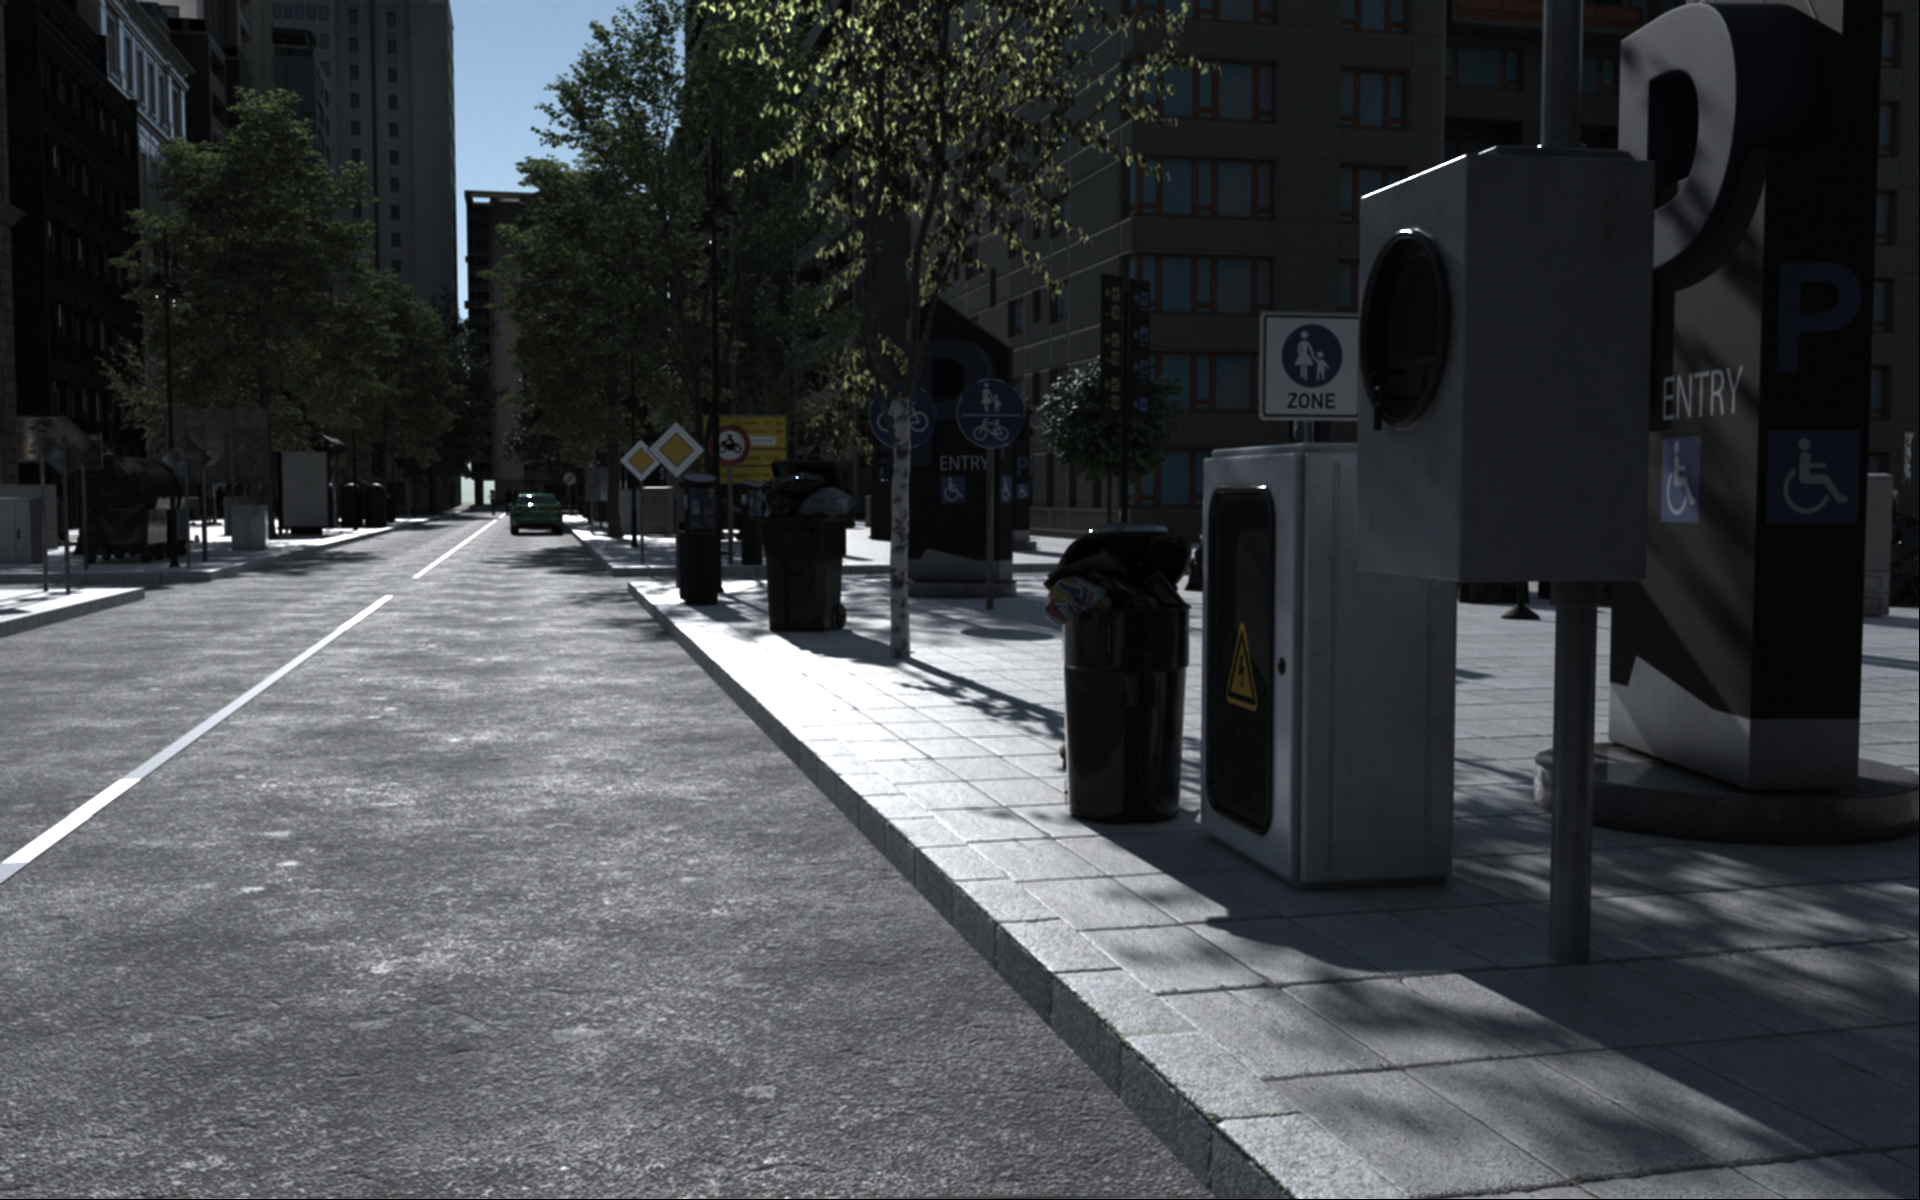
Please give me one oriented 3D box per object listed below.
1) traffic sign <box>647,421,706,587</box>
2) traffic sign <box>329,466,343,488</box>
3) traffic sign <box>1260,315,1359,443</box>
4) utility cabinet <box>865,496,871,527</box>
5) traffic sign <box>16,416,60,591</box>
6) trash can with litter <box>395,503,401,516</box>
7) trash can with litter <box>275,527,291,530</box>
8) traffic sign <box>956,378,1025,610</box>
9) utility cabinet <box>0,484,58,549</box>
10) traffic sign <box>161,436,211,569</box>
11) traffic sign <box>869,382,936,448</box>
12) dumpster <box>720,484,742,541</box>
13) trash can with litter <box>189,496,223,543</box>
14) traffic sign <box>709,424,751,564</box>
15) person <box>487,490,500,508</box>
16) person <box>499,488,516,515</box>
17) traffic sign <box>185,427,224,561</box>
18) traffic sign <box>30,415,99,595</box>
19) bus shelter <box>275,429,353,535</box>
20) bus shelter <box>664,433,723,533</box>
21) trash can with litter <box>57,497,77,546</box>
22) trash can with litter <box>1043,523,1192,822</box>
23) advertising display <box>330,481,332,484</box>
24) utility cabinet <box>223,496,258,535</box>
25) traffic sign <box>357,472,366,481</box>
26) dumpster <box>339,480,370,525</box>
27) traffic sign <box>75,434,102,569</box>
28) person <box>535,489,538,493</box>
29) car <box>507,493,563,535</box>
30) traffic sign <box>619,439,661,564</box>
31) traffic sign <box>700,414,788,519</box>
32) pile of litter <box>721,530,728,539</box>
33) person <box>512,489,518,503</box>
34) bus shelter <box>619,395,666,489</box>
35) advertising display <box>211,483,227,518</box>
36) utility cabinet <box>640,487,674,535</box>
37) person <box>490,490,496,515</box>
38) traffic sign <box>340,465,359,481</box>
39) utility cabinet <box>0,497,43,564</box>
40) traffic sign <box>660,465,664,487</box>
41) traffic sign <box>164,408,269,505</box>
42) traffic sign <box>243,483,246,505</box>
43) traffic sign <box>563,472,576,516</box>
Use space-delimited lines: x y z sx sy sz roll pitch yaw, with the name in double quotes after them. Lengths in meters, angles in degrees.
-3.898 -1.236 23.851 0.795 2.450 0.064 -1 4 -14 "traffic sign"
-28.647 -4.861 79.579 0.768 2.556 0.104 0 4 -6 "traffic sign"
1.972 -0.471 9.830 0.606 2.300 0.079 -1 4 -11 "traffic sign"
-3.165 -3.430 67.244 1.020 1.237 0.306 2 4 23 "utility cabinet"
-12.084 -1.266 22.835 0.606 2.300 0.079 -1 4 -10 "traffic sign"
-33.099 -5.437 99.945 2.233 1.210 1.678 1 4 15 "trash can with litter"
-24.393 -3.166 62.826 2.233 1.210 1.678 -3 5 -43 "trash can with litter"
0.334 -1.167 19.190 0.768 2.556 0.104 0 4 -8 "traffic sign"
-21.300 -1.888 39.551 1.173 1.500 0.318 -3 5 -41 "utility cabinet"
-13.287 -1.599 29.788 0.795 2.450 0.064 -1 4 -14 "traffic sign"
-0.655 -1.202 19.751 0.768 2.556 0.104 0 4 -5 "traffic sign"
-6.293 -2.703 46.682 1.502 2.255 1.985 -1 4 -14 "dumpster"
-20.501 -2.118 45.680 1.678 1.210 2.233 -2 4 -32 "trash can with litter"
-4.202 -1.930 31.658 0.768 2.556 0.104 -1 4 -10 "traffic sign"
-47.816 -10.344 177.620 1.348 1.824 0.705 -2 4 -33 "person"
-31.294 -6.818 119.983 1.348 1.822 0.705 1 4 17 "person"
-14.384 -2.007 32.926 0.768 2.556 0.104 0 4 -7 "traffic sign"
-11.373 -1.125 22.034 0.795 2.450 0.064 -1 4 -14 "traffic sign"
-21.273 -3.854 56.938 2.014 3.302 5.546 -1 4 -14 "bus shelter"
-9.209 -4.018 59.611 2.014 3.302 5.546 -1 4 -14 "bus shelter"
-22.587 -1.923 42.505 1.678 1.210 2.233 1 4 16 "trash can with litter"
0.583 0.261 7.123 0.624 1.170 1.055 0 4 -6 "trash can with litter"
-29.660 -4.685 81.820 0.123 1.923 0.974 -2 4 -28 "advertising display"
-22.838 -2.683 55.032 0.306 1.237 1.020 3 4 39 "utility cabinet"
-28.382 -4.923 81.671 0.795 2.450 0.064 0 4 -8 "traffic sign"
-24.419 -3.933 70.070 1.264 1.857 1.865 -1 4 -14 "dumpster"
-14.894 -1.671 29.458 0.606 2.300 0.079 0 4 -5 "traffic sign"
-32.572 -7.624 133.153 1.348 1.824 0.705 -3 5 -40 "person"
-15.410 -3.308 62.883 1.959 1.807 4.718 -1 4 -16 "car"
-5.811 -1.710 31.605 0.795 2.450 0.064 -1 4 -14 "traffic sign"
-5.550 -3.099 44.541 2.265 3.308 0.079 -1 4 -12 "traffic sign"
-7.220 -2.184 49.680 1.176 0.858 1.719 -1 4 -13 "pile of litter"
-36.395 -8.167 142.054 0.705 1.821 1.348 1 4 22 "person"
-12.376 -5.509 67.704 2.179 5.291 8.768 -1 4 -14 "bus shelter"
-40.352 -5.454 94.381 0.123 1.923 0.974 2 4 27 "advertising display"
-9.337 -2.731 53.335 1.173 1.500 0.318 3 4 36 "utility cabinet"
-32.812 -6.854 121.493 0.436 1.711 0.756 1 4 19 "person"
-26.282 -4.558 74.624 0.768 2.556 0.104 -1 4 -12 "traffic sign"
-17.497 -1.284 32.149 1.020 1.237 0.306 1 4 22 "utility cabinet"
-12.860 -4.572 74.855 0.768 2.556 0.104 0 4 -7 "traffic sign"
-17.587 -2.885 41.038 2.265 3.308 0.079 -1 4 -13 "traffic sign"
-17.211 -2.420 41.695 0.606 2.300 0.079 0 4 -4 "traffic sign"
-22.951 -6.223 101.856 0.768 2.556 0.104 0 4 -7 "traffic sign"
